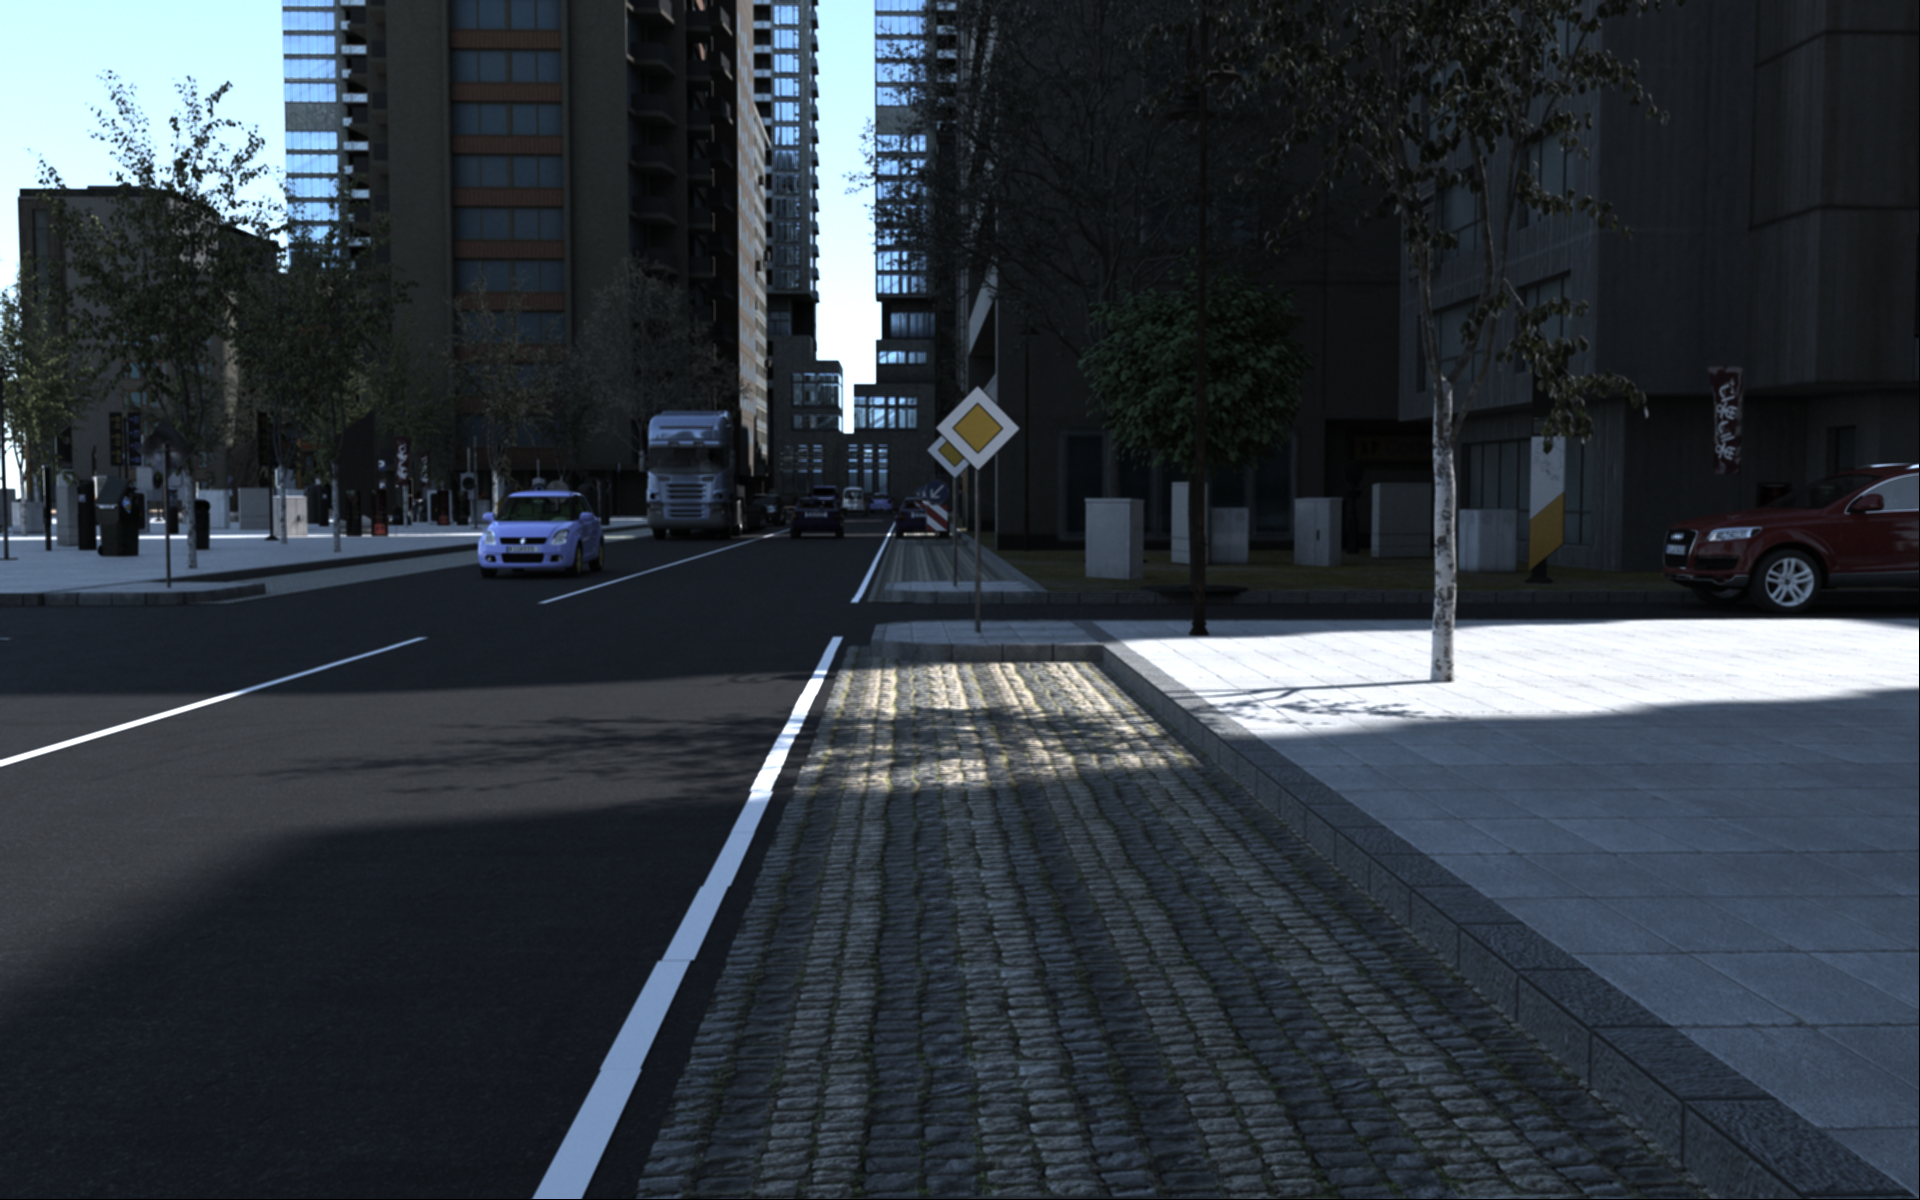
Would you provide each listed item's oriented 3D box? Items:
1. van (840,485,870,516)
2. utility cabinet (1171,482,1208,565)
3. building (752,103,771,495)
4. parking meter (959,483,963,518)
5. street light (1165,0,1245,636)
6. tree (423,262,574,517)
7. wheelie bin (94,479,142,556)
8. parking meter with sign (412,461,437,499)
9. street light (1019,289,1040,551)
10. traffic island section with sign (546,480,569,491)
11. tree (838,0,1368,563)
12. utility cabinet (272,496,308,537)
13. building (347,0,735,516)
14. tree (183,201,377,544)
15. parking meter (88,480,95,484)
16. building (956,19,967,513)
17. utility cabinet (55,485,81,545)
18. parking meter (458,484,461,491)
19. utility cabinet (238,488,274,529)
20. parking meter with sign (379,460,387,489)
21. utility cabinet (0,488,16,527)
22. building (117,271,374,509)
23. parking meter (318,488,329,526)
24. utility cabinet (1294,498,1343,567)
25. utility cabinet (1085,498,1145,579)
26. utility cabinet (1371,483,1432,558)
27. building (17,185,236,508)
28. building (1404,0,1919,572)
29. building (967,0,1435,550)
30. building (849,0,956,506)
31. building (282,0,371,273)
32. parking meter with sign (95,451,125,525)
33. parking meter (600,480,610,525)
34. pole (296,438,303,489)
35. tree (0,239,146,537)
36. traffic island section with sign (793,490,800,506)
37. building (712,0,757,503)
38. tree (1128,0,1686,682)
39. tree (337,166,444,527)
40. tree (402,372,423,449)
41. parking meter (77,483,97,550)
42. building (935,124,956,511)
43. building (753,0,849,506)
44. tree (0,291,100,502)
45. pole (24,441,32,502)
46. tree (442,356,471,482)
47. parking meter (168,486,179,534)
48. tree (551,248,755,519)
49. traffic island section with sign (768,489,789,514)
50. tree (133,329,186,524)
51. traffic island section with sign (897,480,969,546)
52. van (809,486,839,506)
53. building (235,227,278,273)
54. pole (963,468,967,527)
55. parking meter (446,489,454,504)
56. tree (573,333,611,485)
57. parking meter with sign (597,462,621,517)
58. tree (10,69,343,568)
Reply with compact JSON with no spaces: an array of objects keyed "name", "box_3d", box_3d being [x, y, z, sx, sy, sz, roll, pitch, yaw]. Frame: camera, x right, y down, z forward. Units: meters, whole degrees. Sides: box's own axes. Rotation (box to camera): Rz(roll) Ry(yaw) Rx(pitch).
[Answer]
[{"name":"van","box_3d":[-6.837,-6.443,112.359,2.013,2.044,4.112,0,4,-1]},{"name":"utility cabinet","box_3d":[4.179,-1.394,31.477,0.318,1.500,1.173,-1,4,-11]},{"name":"building","box_3d":[-29.751,-28.488,157.656,23.993,40.220,32.217,0,4,-2]},{"name":"parking meter","box_3d":[0.133,-5.393,93.887,0.255,1.863,0.399,-3,4,-37]},{"name":"street light","box_3d":[2.175,-2.618,15.589,0.468,5.910,1.993,0,4,-2]},{"name":"tree","box_3d":[-14.837,-6.458,55.952,4.360,8.622,3.978,0,3,0]},{"name":"wheelie bin","box_3d":[-17.460,-1.714,35.933,0.980,1.594,0.693,1,4,20]},{"name":"parking meter with sign","box_3d":[-28.446,-5.917,92.999,1.738,3.016,0.543,-1,4,-13]},{"name":"street light","box_3d":[1.502,-4.046,38.932,0.468,5.910,1.993,0,4,-2]},{"name":"traffic island section with sign","box_3d":[-11.283,-2.432,48.386,1.989,1.847,2.006,0,4,-2]},{"name":"tree","box_3d":[2.851,-7.454,32.238,12.009,13.543,11.850,0,3,0]},{"name":"utility cabinet","box_3d":[-20.180,-2.510,52.198,0.306,1.237,1.020,2,4,32]},{"name":"building","box_3d":[-26.550,-27.990,112.256,22.147,44.769,28.867,0,4,-2]},{"name":"tree","box_3d":[-17.261,-5.765,44.613,4.360,8.622,3.978,0,3,0]},{"name":"parking meter","box_3d":[-36.553,-4.110,72.908,0.255,1.863,0.399,-2,4,-27]},{"name":"building","box_3d":[10.249,-35.111,116.068,21.231,58.520,28.212,0,4,-2]},{"name":"utility cabinet","box_3d":[-22.129,-2.104,43.074,0.318,1.500,1.173,-1,4,-9]},{"name":"parking meter","box_3d":[-26.541,-5.300,92.374,0.399,1.863,0.255,-1,4,-8]},{"name":"utility cabinet","box_3d":[-25.319,-3.283,62.352,1.173,1.500,0.318,-2,4,-31]},{"name":"parking meter with sign","box_3d":[-29.312,-5.595,87.743,0.543,3.016,1.738,-1,4,-21]},{"name":"utility cabinet","box_3d":[-37.301,-3.579,67.203,0.318,1.500,1.173,3,4,37]},{"name":"building","box_3d":[-56.776,-19.259,159.931,28.899,21.520,27.650,0,4,-2]},{"name":"parking meter","box_3d":[-25.341,-3.703,68.962,0.372,1.533,0.369,0,3,0]},{"name":"utility cabinet","box_3d":[6.421,-1.221,31.121,0.306,1.237,1.020,-2,4,-27]},{"name":"utility cabinet","box_3d":[2.362,-0.936,26.463,0.306,1.237,1.020,-3,4,-38]},{"name":"utility cabinet","box_3d":[8.822,-1.588,34.647,1.173,1.500,0.318,-1,4,-17]},{"name":"building","box_3d":[-79.467,-24.118,166.035,14.107,30.474,14.160,0,4,-2]},{"name":"building","box_3d":[16.755,-21.221,30.562,14.086,41.232,14.154,0,4,-2]},{"name":"building","box_3d":[11.186,-26.004,48.872,21.300,48.544,21.600,0,4,-2]},{"name":"building","box_3d":[2.331,-53.789,192.125,31.000,86.520,22.319,0,4,-2]},{"name":"building","box_3d":[-60.397,-53.682,190.373,31.000,86.520,22.319,0,4,-2]},{"name":"parking meter with sign","box_3d":[-34.880,-4.561,70.841,1.738,3.016,0.543,2,4,29]},{"name":"parking meter","box_3d":[-14.533,-3.986,70.887,0.255,1.863,0.399,1,4,12]},{"name":"pole","box_3d":[-24.015,-4.230,63.010,0.158,3.312,0.155,0,3,0]},{"name":"tree","box_3d":[-28.062,-6.218,52.027,4.737,8.622,4.395,0,3,0]},{"name":"traffic island section with sign","box_3d":[-14.351,-8.810,152.663,1.989,1.847,2.006,0,4,-2]},{"name":"building","box_3d":[-23.427,-29.608,134.203,14.600,45.320,14.200,0,4,-2]},{"name":"tree","box_3d":[3.142,-3.736,11.451,4.360,8.622,3.978,0,3,0]},{"name":"tree","box_3d":[-14.054,-5.366,38.100,4.737,8.622,4.395,0,3,0]},{"name":"tree","box_3d":[-28.778,-8.914,96.105,4.360,8.622,3.978,0,3,0]},{"name":"parking meter","box_3d":[-20.048,-1.917,39.758,0.372,1.533,0.369,0,3,0]},{"name":"building","box_3d":[5.234,-22.418,138.237,14.160,30.474,14.107,0,4,-2]},{"name":"building","box_3d":[-28.653,-53.730,191.152,31.000,86.520,22.319,0,4,-2]},{"name":"tree","box_3d":[-33.379,-6.878,62.812,4.360,8.622,3.978,0,3,0]},{"name":"pole","box_3d":[-36.023,-4.474,66.997,0.158,3.312,0.155,0,3,0]},{"name":"tree","box_3d":[-21.195,-7.102,66.477,4.737,8.622,4.395,0,3,0]},{"name":"parking meter","box_3d":[-25.473,-2.909,55.969,0.372,1.533,0.369,0,3,0]},{"name":"tree","box_3d":[-15.725,-10.846,87.709,12.009,13.543,11.850,0,3,0]},{"name":"traffic island section with sign","box_3d":[-13.556,-7.162,125.719,1.989,1.847,2.006,0,4,-2]},{"name":"tree","box_3d":[-33.649,-7.583,74.350,4.360,8.622,3.978,0,3,0]},{"name":"traffic island section with sign","box_3d":[-0.767,-2.450,48.684,1.989,1.847,2.006,0,4,-2]},{"name":"van","box_3d":[-10.020,-7.585,128.391,2.240,2.365,5.245,0,4,-2]},{"name":"building","box_3d":[-82.812,-25.403,187.033,14.107,30.474,14.160,0,4,-2]},{"name":"pole","box_3d":[0.208,-4.549,68.224,0.158,3.312,0.155,0,3,0]},{"name":"parking meter","box_3d":[-25.937,-4.872,88.061,0.372,1.533,0.369,0,3,0]},{"name":"tree","box_3d":[-17.068,-7.582,74.334,4.360,8.622,3.978,0,3,0]},{"name":"parking meter with sign","box_3d":[-19.660,-6.081,95.691,1.738,3.016,0.543,0,4,8]},{"name":"tree","box_3d":[-13.529,-4.851,29.679,4.737,8.622,4.395,0,3,0]}]
